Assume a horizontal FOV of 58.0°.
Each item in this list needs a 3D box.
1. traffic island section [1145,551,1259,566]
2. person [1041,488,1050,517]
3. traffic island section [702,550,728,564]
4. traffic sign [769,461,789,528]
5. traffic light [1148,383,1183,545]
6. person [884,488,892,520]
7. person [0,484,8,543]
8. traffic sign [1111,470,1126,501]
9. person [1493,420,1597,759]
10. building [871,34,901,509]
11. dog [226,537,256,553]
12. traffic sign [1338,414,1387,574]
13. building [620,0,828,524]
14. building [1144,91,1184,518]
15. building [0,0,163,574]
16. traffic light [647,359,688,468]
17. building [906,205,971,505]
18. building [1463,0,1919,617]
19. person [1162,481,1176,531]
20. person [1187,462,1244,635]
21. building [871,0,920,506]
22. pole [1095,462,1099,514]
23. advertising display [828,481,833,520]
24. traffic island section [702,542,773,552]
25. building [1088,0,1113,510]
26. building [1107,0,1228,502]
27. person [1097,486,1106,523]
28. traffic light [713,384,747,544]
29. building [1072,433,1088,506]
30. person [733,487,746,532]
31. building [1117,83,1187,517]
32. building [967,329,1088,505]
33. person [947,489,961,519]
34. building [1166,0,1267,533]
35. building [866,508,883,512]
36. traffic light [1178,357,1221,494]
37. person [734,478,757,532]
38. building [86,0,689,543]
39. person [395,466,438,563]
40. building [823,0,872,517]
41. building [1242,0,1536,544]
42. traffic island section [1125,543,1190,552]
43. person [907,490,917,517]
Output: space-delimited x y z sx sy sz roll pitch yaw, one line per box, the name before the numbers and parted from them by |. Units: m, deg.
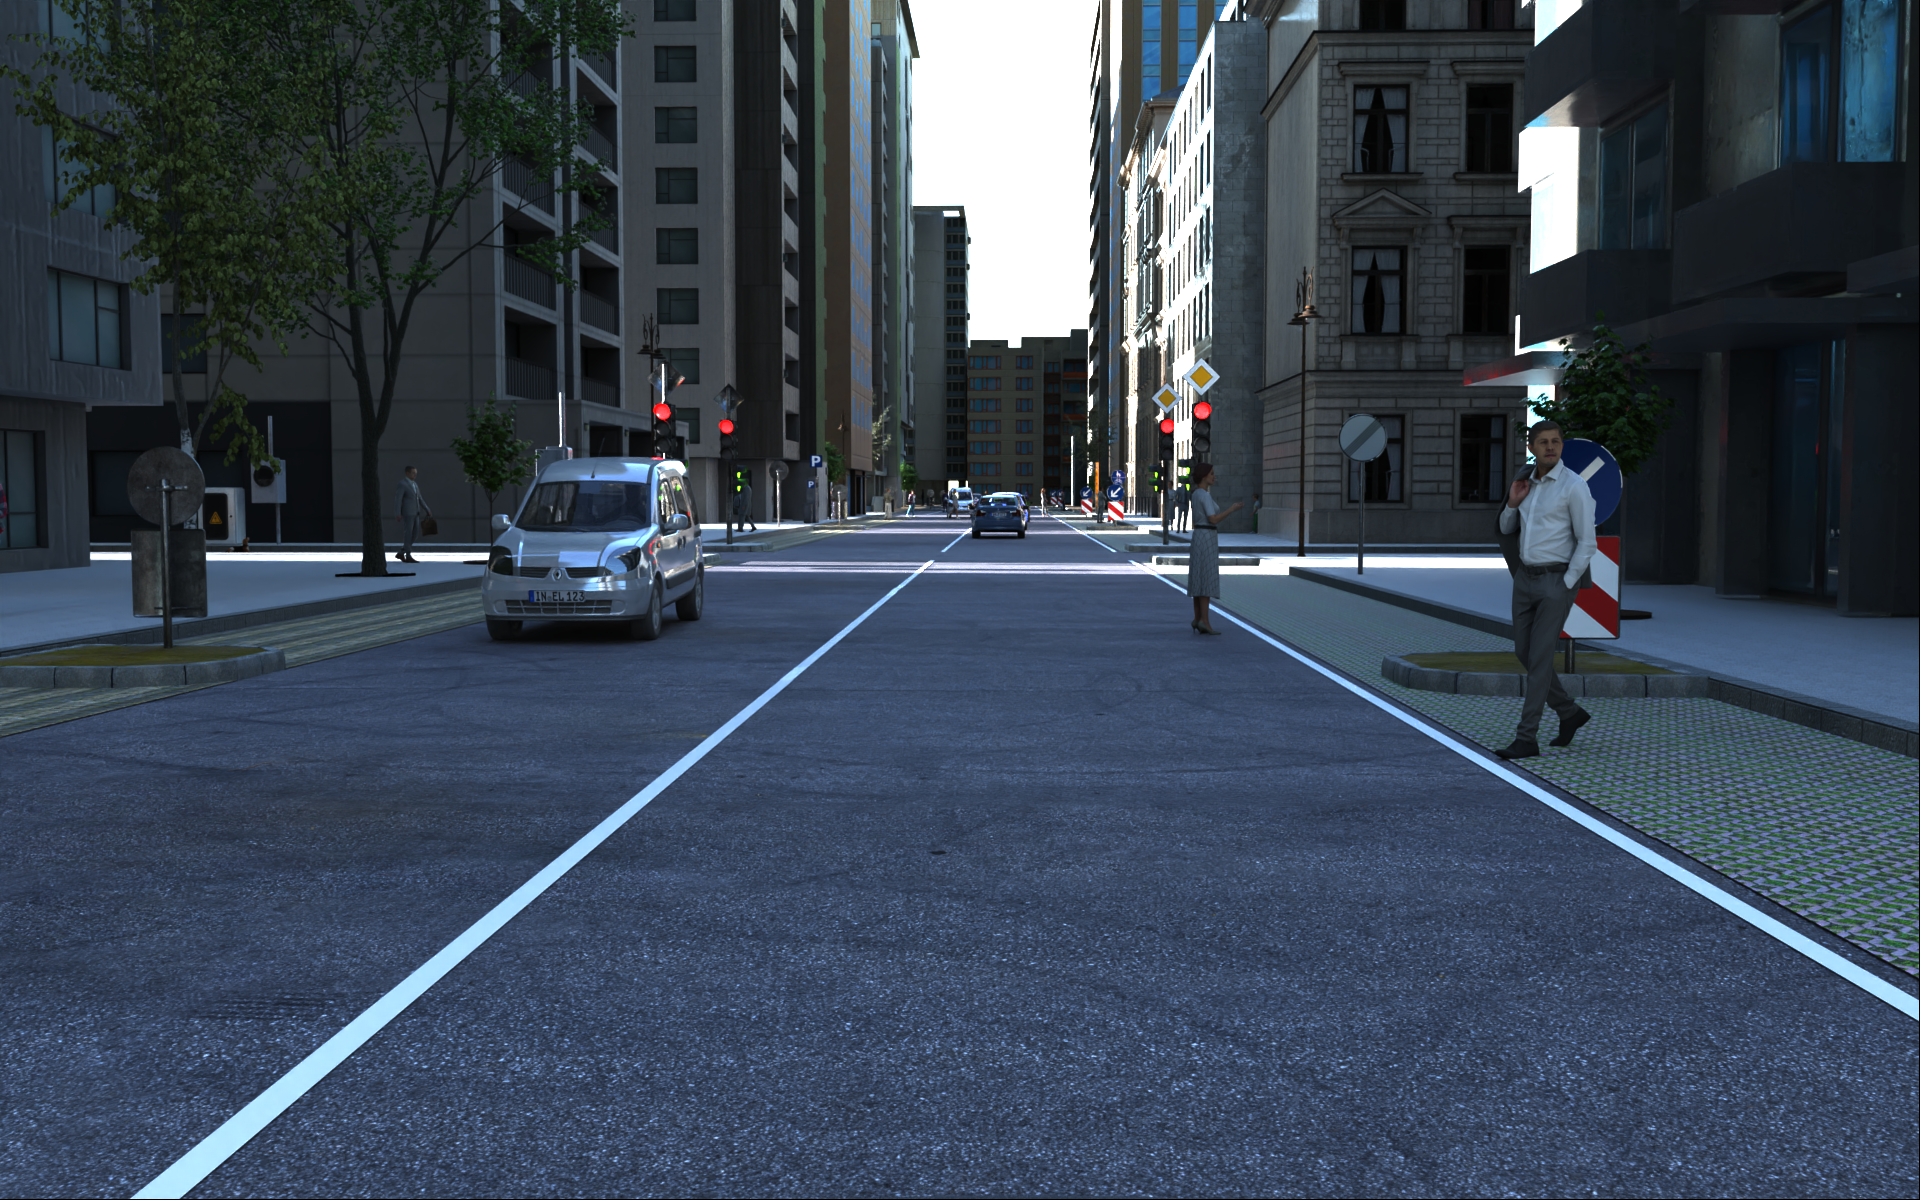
traffic island section | 4.986 -0.832 35.886 2.009 0.180 2.903 0 4 2
person | 5.372 -6.104 108.578 0.573 1.790 0.520 0 4 4
traffic island section | -6.150 -0.853 36.234 2.009 0.180 2.903 0 4 2
traffic sign | -6.917 -4.034 66.059 0.768 2.556 0.104 0 4 2
traffic light | 5.193 -3.354 43.755 0.839 4.253 0.868 0 4 2
person | -3.875 -5.201 94.092 0.519 1.759 0.362 3 5 42
person | -9.925 -0.655 17.586 0.563 1.720 0.643 1 4 15
traffic sign | 8.402 -5.612 91.858 0.768 2.556 0.104 1 4 11
person | 3.203 -0.058 9.547 0.850 1.850 0.679 -2 4 -33
building | -12.599 -28.534 150.130 14.154 41.232 14.086 0 4 2
dog | -17.294 -1.306 41.544 0.748 0.427 0.550 2 4 24
traffic sign | 6.402 -1.683 27.616 0.768 2.556 0.104 0 4 5
building | -13.914 -18.846 79.839 14.160 30.474 14.107 0 4 2
building | 15.405 -15.105 83.127 11.583 22.565 21.152 0 4 2
building | -21.456 -20.967 26.405 14.086 41.232 14.154 0 4 2
traffic light | -6.110 -2.885 36.098 0.839 4.253 0.868 0 4 2
building | -10.654 -32.285 219.744 23.993 40.220 32.217 0 4 2
building | 19.745 -24.368 18.028 23.786 49.044 30.456 0 4 2
person | 7.359 -3.324 60.957 0.480 1.755 0.524 1 4 12
person | 2.588 -0.528 17.700 0.524 1.755 0.480 -1 4 -12
building | -18.584 -36.152 180.322 27.495 52.752 28.713 0 4 2
pole | 8.830 -7.200 111.557 0.158 3.312 0.155 0 3 0
advertising display | -6.529 -5.025 87.371 0.123 1.923 0.974 0 4 2
traffic island section | -5.903 -1.342 44.215 2.009 0.180 2.903 0 4 2
building | 22.327 -32.225 150.576 21.300 48.544 21.600 0 4 2
building | 18.791 -29.521 132.780 14.600 45.320 14.200 0 4 2
person | 6.947 -4.645 84.624 0.466 1.800 0.511 -3 5 -40
traffic light | -5.863 -3.374 44.079 0.839 4.253 0.868 0 4 2
building | 23.229 -52.820 176.283 22.319 86.520 31.000 0 4 2
person | -7.476 -3.089 59.140 0.503 1.515 0.523 0 4 4
building | 16.510 -18.886 106.044 12.463 27.353 25.104 0 4 2
building | 15.709 -22.764 217.223 28.899 21.520 27.650 0 4 2
person | -0.343 -5.570 100.327 0.760 1.731 0.466 -1 4 -17
building | 13.613 -12.810 64.192 10.420 20.320 16.860 0 4 2
building | -22.124 -26.879 131.354 32.217 40.220 23.993 0 4 2
traffic light | 4.947 -2.866 35.773 0.839 4.253 0.868 0 4 2
person | -7.239 -3.195 58.380 0.767 1.812 0.694 0 4 -4
building | -19.672 -37.627 53.450 20.563 71.187 20.611 0 4 2
person | -10.230 -1.599 32.309 0.853 1.813 0.709 1 4 13
building | -12.666 -27.606 101.470 14.600 45.320 14.200 0 4 2
building | 18.225 -11.252 48.594 19.286 19.102 10.561 0 4 2
traffic island section | 5.233 -1.320 43.868 2.009 0.180 2.903 0 4 2
person | -3.018 -6.102 109.105 0.563 1.720 0.643 -3 5 -43
